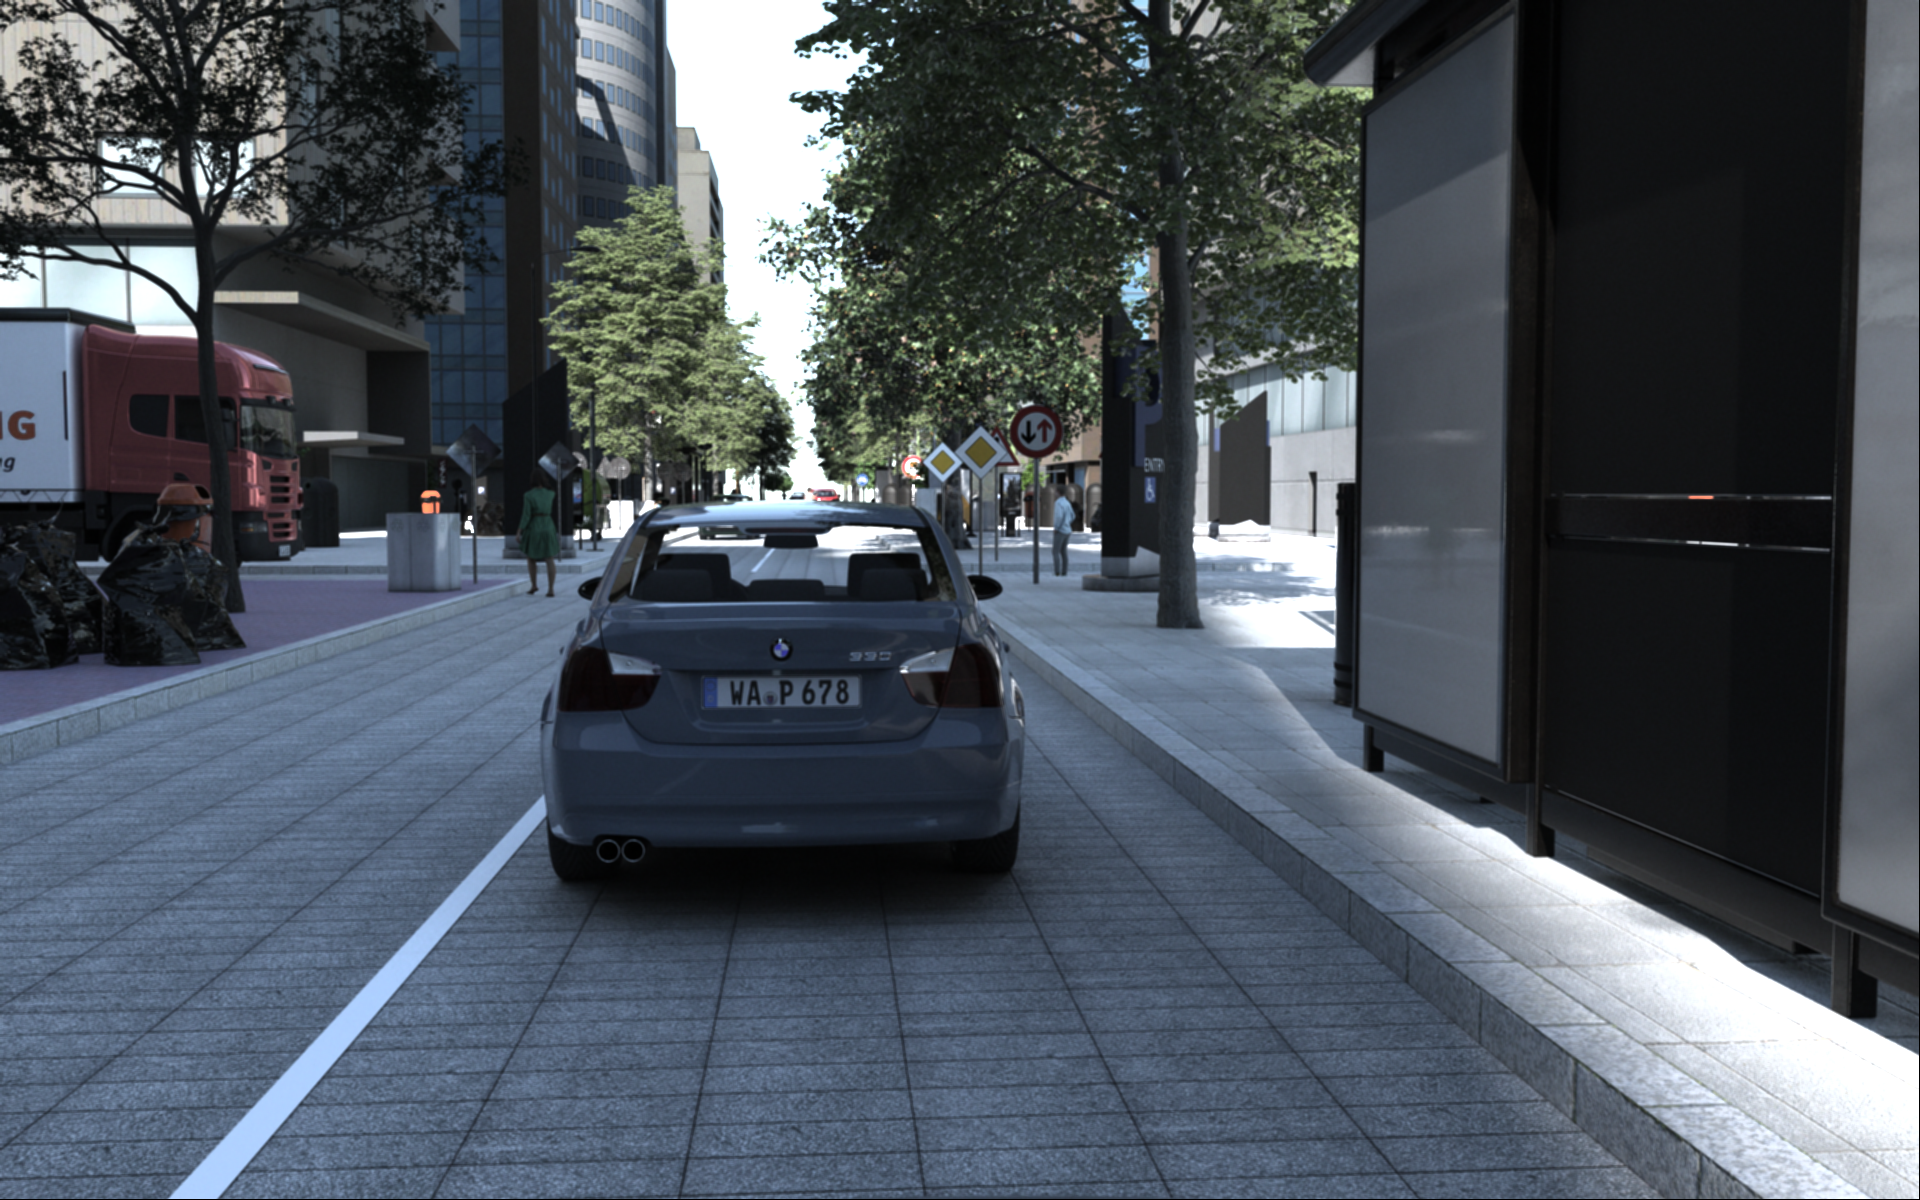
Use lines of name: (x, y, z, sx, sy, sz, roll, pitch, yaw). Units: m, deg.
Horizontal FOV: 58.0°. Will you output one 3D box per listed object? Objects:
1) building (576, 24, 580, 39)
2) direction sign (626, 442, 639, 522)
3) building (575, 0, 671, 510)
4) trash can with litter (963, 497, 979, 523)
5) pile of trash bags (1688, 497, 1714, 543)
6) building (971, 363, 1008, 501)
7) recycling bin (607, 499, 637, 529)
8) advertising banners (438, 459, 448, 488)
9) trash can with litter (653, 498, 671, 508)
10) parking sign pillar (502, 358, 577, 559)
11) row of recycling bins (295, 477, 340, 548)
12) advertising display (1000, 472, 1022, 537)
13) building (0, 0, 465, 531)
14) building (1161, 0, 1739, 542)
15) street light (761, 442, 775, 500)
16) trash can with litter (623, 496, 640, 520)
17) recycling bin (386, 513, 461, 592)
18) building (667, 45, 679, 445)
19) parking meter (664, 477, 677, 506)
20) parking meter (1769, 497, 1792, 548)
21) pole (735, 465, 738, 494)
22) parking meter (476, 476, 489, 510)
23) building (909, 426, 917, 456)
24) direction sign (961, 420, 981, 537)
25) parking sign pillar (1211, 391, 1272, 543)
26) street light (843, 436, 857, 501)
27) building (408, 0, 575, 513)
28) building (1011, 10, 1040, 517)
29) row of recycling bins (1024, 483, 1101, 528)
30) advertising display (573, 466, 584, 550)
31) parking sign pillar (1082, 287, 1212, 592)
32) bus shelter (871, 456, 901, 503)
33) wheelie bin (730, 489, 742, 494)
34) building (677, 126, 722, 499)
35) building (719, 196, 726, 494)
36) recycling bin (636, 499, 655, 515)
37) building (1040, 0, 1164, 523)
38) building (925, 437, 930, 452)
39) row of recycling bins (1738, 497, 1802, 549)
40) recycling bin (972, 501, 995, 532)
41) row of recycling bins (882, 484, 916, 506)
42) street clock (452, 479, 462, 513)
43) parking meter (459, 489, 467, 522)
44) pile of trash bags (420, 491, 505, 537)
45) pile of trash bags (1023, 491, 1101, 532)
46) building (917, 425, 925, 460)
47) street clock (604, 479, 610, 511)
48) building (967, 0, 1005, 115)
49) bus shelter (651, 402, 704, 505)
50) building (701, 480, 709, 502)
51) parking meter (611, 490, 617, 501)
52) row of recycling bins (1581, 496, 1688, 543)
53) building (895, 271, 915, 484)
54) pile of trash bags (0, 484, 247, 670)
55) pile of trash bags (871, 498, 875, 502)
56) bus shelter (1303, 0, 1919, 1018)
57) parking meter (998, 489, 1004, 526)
building: (-39.596, -26.004, 117.053, 32.217, 40.220, 23.993, 0, 4, -5)
direction sign: (-13.170, -4.749, 69.644, 0.379, 3.537, 0.876, 1, 4, 22)
building: (-35.981, -36.801, 143.692, 21.231, 58.520, 28.212, 0, 4, -5)
trash can with litter: (0.474, -4.032, 77.314, 1.055, 1.170, 0.624, -2, 4, -33)
pile of trash bags: (15.790, -1.881, 40.512, 3.447, 1.369, 1.912, 2, 4, 29)
building: (12.023, -49.663, 124.662, 22.319, 86.520, 31.000, 0, 4, -5)
recycling bin: (-12.504, -3.132, 63.754, 0.722, 1.027, 0.722, -3, 5, -41)
advertising banners: (-24.509, -5.117, 79.855, 2.074, 3.025, 0.090, 1, 4, 13)
trash can with litter: (-9.554, -2.666, 54.971, 0.624, 1.170, 1.055, -2, 4, -24)
parking sign pillar: (-8.418, -2.819, 34.565, 1.447, 3.967, 1.447, 0, 4, 6)
row of recycling bins: (-16.467, -2.179, 42.742, 3.534, 1.692, 1.069, 3, 5, 41)
advertising display: (1.523, -2.865, 52.063, 0.123, 1.923, 0.974, 3, 4, 37)
building: (-32.861, -28.695, 58.405, 28.713, 52.752, 27.495, 0, 4, -5)
building: (22.062, -28.577, 56.474, 27.495, 52.752, 28.713, 0, 4, -5)
street light: (-17.145, -11.131, 154.529, 1.470, 5.913, 1.316, 0, 4, -5)
trash can with litter: (-16.043, -4.500, 84.963, 1.055, 1.170, 0.624, 2, 4, 33)
recycling bin: (-7.105, -0.637, 22.969, 0.722, 1.027, 0.722, 1, 4, 11)
building: (-34.516, -31.545, 165.870, 14.600, 45.320, 14.200, 0, 4, -5)
parking meter: (-9.845, -3.259, 58.997, 0.255, 1.863, 0.399, 3, 5, 41)
parking meter: (18.511, -2.041, 39.076, 0.399, 1.863, 0.255, 3, 5, 43)
pole: (-12.853, -6.481, 99.812, 0.158, 3.312, 0.155, 0, 3, 0)
parking meter: (-15.355, -3.057, 55.689, 0.399, 1.863, 0.255, 0, 4, 5)
building: (4.362, -37.409, 231.252, 23.786, 49.044, 30.456, 0, 4, -5)
direction sign: (0.328, -3.653, 51.723, 0.876, 3.537, 0.379, -1, 4, -19)
parking sign pillar: (7.526, -3.501, 45.721, 1.447, 3.967, 1.447, 3, 4, 36)
street light: (-6.497, -8.281, 107.928, 1.470, 5.913, 1.316, 0, 4, -5)
building: (-29.636, -27.388, 97.901, 14.600, 45.320, 14.200, 0, 4, -5)
building: (9.629, -25.582, 101.858, 14.154, 41.232, 14.086, 0, 4, -5)
row of recycling bins: (3.967, -3.581, 65.657, 3.534, 1.692, 1.069, 2, 4, 35)
advertising display: (-9.140, -2.113, 39.760, 0.974, 1.923, 0.123, -2, 4, -25)
parking sign pillar: (2.361, -2.122, 23.167, 1.447, 3.967, 1.447, 2, 4, 30)
bus shelter: (-3.799, -6.141, 94.333, 2.014, 3.302, 5.546, 0, 4, -4)
wheelie bin: (-13.782, -6.044, 106.732, 0.980, 1.594, 0.693, 2, 4, 30)
building: (-43.341, -37.156, 231.199, 21.300, 48.544, 21.600, 0, 4, -5)
building: (-41.155, -36.653, 249.394, 14.600, 45.320, 14.200, 0, 4, -5)
recycling bin: (-10.895, -2.994, 61.513, 0.722, 1.027, 0.722, -3, 5, -43)
building: (11.465, -26.275, 79.708, 14.600, 45.320, 14.200, 0, 4, -5)
building: (4.361, -29.727, 169.636, 14.154, 41.232, 14.086, 0, 4, -5)
row of recycling bins: (20.175, -2.055, 40.714, 3.534, 1.692, 1.069, 0, 3, 0)
recycling bin: (0.789, -2.873, 59.520, 0.722, 1.027, 0.722, 2, 4, 30)
row of recycling bins: (-1.575, -3.718, 67.906, 3.534, 1.692, 1.069, 2, 4, 33)
street clock: (-23.988, -4.773, 82.606, 0.358, 2.002, 0.471, 2, 4, 25)
parking meter: (-22.934, -4.374, 79.918, 0.372, 1.533, 0.369, 0, 3, 0)
pile of trash bags: (-14.542, -2.599, 52.249, 3.447, 1.369, 1.912, -2, 4, -35)
pile of trash bags: (3.756, -3.015, 59.041, 3.447, 1.369, 1.912, 2, 4, 25)
building: (1.700, -32.134, 208.981, 14.154, 41.232, 14.086, 0, 4, -5)
street clock: (-16.990, -4.781, 82.733, 0.471, 2.002, 0.358, -2, 4, -32)
building: (9.551, -32.309, 151.959, 21.300, 48.544, 21.600, 0, 4, -5)
bus shelter: (-12.822, -6.131, 77.882, 2.179, 5.291, 8.768, 0, 4, -5)
building: (-46.988, -31.584, 208.284, 32.217, 40.220, 23.993, 0, 4, -5)
parking meter: (-20.179, -5.657, 100.909, 0.372, 1.533, 0.369, 0, 3, 0)
row of recycling bins: (6.504, -0.786, 19.962, 3.534, 1.692, 1.069, 0, 4, 2)
building: (1.365, -38.760, 257.422, 21.300, 48.544, 21.600, 0, 4, -5)
pile of trash bags: (-6.844, -0.275, 14.249, 1.912, 1.369, 3.447, 0, 4, -7)
pile of trash bags: (-4.015, -5.947, 106.992, 1.912, 1.369, 3.447, 1, 4, 19)
bus shelter: (2.778, -1.766, 6.509, 2.179, 5.291, 8.768, 0, 4, -4)
parking meter: (1.589, -3.721, 69.250, 0.372, 1.533, 0.369, 0, 3, 0)
